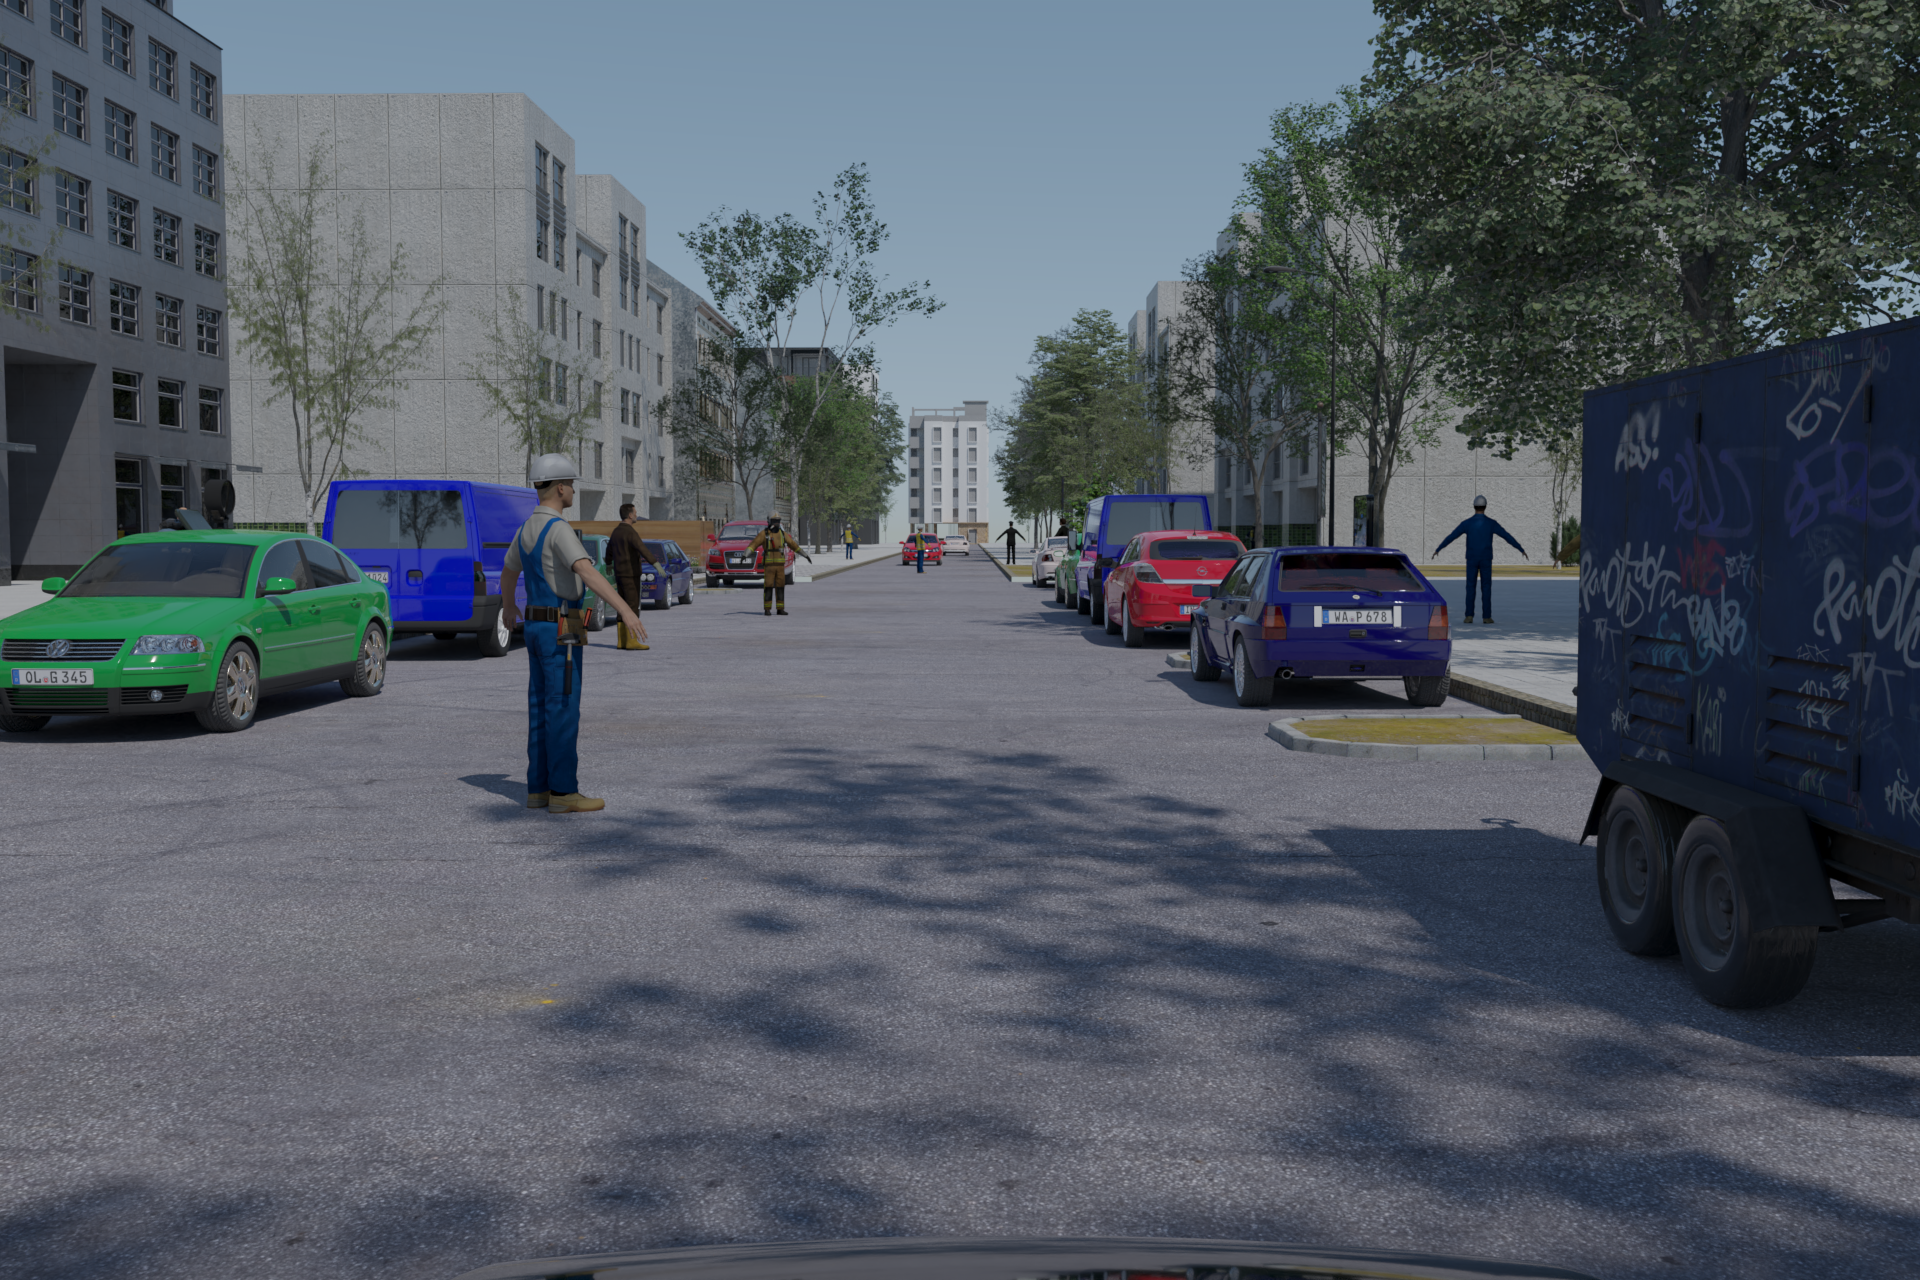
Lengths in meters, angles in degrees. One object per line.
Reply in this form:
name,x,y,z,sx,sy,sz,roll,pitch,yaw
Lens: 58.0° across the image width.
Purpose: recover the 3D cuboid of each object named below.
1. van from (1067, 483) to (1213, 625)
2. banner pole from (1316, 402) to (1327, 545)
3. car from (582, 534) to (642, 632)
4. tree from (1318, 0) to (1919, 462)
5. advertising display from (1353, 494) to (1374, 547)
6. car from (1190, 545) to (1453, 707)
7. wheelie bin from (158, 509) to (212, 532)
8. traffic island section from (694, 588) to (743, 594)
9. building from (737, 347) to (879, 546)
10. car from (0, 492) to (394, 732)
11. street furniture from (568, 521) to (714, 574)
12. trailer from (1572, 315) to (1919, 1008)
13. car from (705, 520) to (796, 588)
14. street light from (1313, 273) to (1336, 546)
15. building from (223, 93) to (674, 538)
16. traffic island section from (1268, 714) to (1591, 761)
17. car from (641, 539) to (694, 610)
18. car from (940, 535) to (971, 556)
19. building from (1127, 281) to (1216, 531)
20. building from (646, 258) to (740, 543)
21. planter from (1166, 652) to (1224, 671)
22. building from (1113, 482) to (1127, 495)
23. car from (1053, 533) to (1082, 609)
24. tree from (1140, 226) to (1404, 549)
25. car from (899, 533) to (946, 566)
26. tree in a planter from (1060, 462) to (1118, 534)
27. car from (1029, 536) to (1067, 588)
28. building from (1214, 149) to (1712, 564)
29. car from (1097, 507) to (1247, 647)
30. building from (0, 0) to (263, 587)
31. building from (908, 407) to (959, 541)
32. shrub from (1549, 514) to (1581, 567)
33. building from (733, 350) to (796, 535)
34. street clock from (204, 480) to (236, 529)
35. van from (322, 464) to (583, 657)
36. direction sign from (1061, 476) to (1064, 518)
van,3.011,-1.506,29.015,2.240,2.365,5.245,0,4,0
banner pole,6.821,-2.610,32.689,0.401,3.779,0.863,0,4,0
car,-6.182,-0.928,26.970,2.131,1.459,4.920,0,4,0
tree,9.051,-6.982,20.812,9.857,13.997,8.962,0,3,0
advertising display,6.653,-1.431,28.606,0.123,1.923,0.974,0,3,0
car,3.151,-0.192,15.728,1.945,1.354,3.894,0,4,-1
wheelie bin,-9.834,-0.866,22.072,0.693,1.594,0.980,0,3,0
traffic island section,-6.339,-1.181,42.177,1.991,0.108,1.994,0,3,0
building,-24.584,-22.136,205.893,27.936,21.610,32.646,0,4,1
car,-6.061,-0.314,13.930,1.959,1.807,4.718,0,4,1
street furniture,-12.461,-3.186,58.943,9.812,1.723,11.010,0,4,5
trailer,2.975,0.048,6.262,1.471,1.999,3.904,0,4,0
car,-5.681,-2.367,47.371,2.281,1.827,5.304,0,3,0
street light,7.032,-3.524,30.151,1.470,5.913,1.316,0,4,0
building,-25.482,-13.407,85.667,16.747,18.905,31.486,0,4,1
traffic island section,3.186,0.668,11.949,1.991,0.108,1.994,0,4,-1
car,-6.337,-1.310,33.992,1.945,1.354,3.894,0,4,1
car,-0.307,-6.271,114.884,2.083,1.381,4.827,0,4,1
building,22.258,-16.094,129.586,16.747,18.905,31.486,0,4,1
building,-26.184,-17.712,120.523,19.493,23.208,18.063,0,3,0
planter,3.296,0.131,18.996,1.991,0.319,1.994,0,4,1
building,21.223,-17.169,222.856,9.099,9.664,28.070,0,4,0
car,2.891,-1.580,34.625,1.959,1.807,4.718,0,4,-1
tree,9.100,-7.177,51.754,8.767,10.594,7.601,1,4,21
car,-1.719,-4.327,79.787,2.155,1.783,4.494,0,4,1
tree in a planter,3.401,-2.807,43.117,1.991,3.239,1.994,0,4,0
car,2.966,-2.155,47.594,2.083,1.381,4.827,0,3,0
building,23.643,-13.564,88.225,16.747,18.905,31.486,0,4,0
car,2.966,-0.879,23.405,2.155,1.783,4.494,0,4,0
building,-28.329,-13.822,44.406,11.959,24.771,22.079,0,4,0
building,-7.100,-23.906,249.743,11.380,20.090,16.016,0,4,7
shrub,23.673,-3.862,67.188,1.661,2.075,1.752,0,3,0
building,-27.424,-21.336,179.765,19.493,23.208,18.063,0,4,1
street clock,-9.845,-1.132,23.085,0.358,2.002,0.471,0,4,0
van,-6.230,-1.066,21.815,2.240,2.365,5.245,0,4,1
direction sign,4.018,-4.642,67.897,0.379,3.537,0.876,0,4,-1
